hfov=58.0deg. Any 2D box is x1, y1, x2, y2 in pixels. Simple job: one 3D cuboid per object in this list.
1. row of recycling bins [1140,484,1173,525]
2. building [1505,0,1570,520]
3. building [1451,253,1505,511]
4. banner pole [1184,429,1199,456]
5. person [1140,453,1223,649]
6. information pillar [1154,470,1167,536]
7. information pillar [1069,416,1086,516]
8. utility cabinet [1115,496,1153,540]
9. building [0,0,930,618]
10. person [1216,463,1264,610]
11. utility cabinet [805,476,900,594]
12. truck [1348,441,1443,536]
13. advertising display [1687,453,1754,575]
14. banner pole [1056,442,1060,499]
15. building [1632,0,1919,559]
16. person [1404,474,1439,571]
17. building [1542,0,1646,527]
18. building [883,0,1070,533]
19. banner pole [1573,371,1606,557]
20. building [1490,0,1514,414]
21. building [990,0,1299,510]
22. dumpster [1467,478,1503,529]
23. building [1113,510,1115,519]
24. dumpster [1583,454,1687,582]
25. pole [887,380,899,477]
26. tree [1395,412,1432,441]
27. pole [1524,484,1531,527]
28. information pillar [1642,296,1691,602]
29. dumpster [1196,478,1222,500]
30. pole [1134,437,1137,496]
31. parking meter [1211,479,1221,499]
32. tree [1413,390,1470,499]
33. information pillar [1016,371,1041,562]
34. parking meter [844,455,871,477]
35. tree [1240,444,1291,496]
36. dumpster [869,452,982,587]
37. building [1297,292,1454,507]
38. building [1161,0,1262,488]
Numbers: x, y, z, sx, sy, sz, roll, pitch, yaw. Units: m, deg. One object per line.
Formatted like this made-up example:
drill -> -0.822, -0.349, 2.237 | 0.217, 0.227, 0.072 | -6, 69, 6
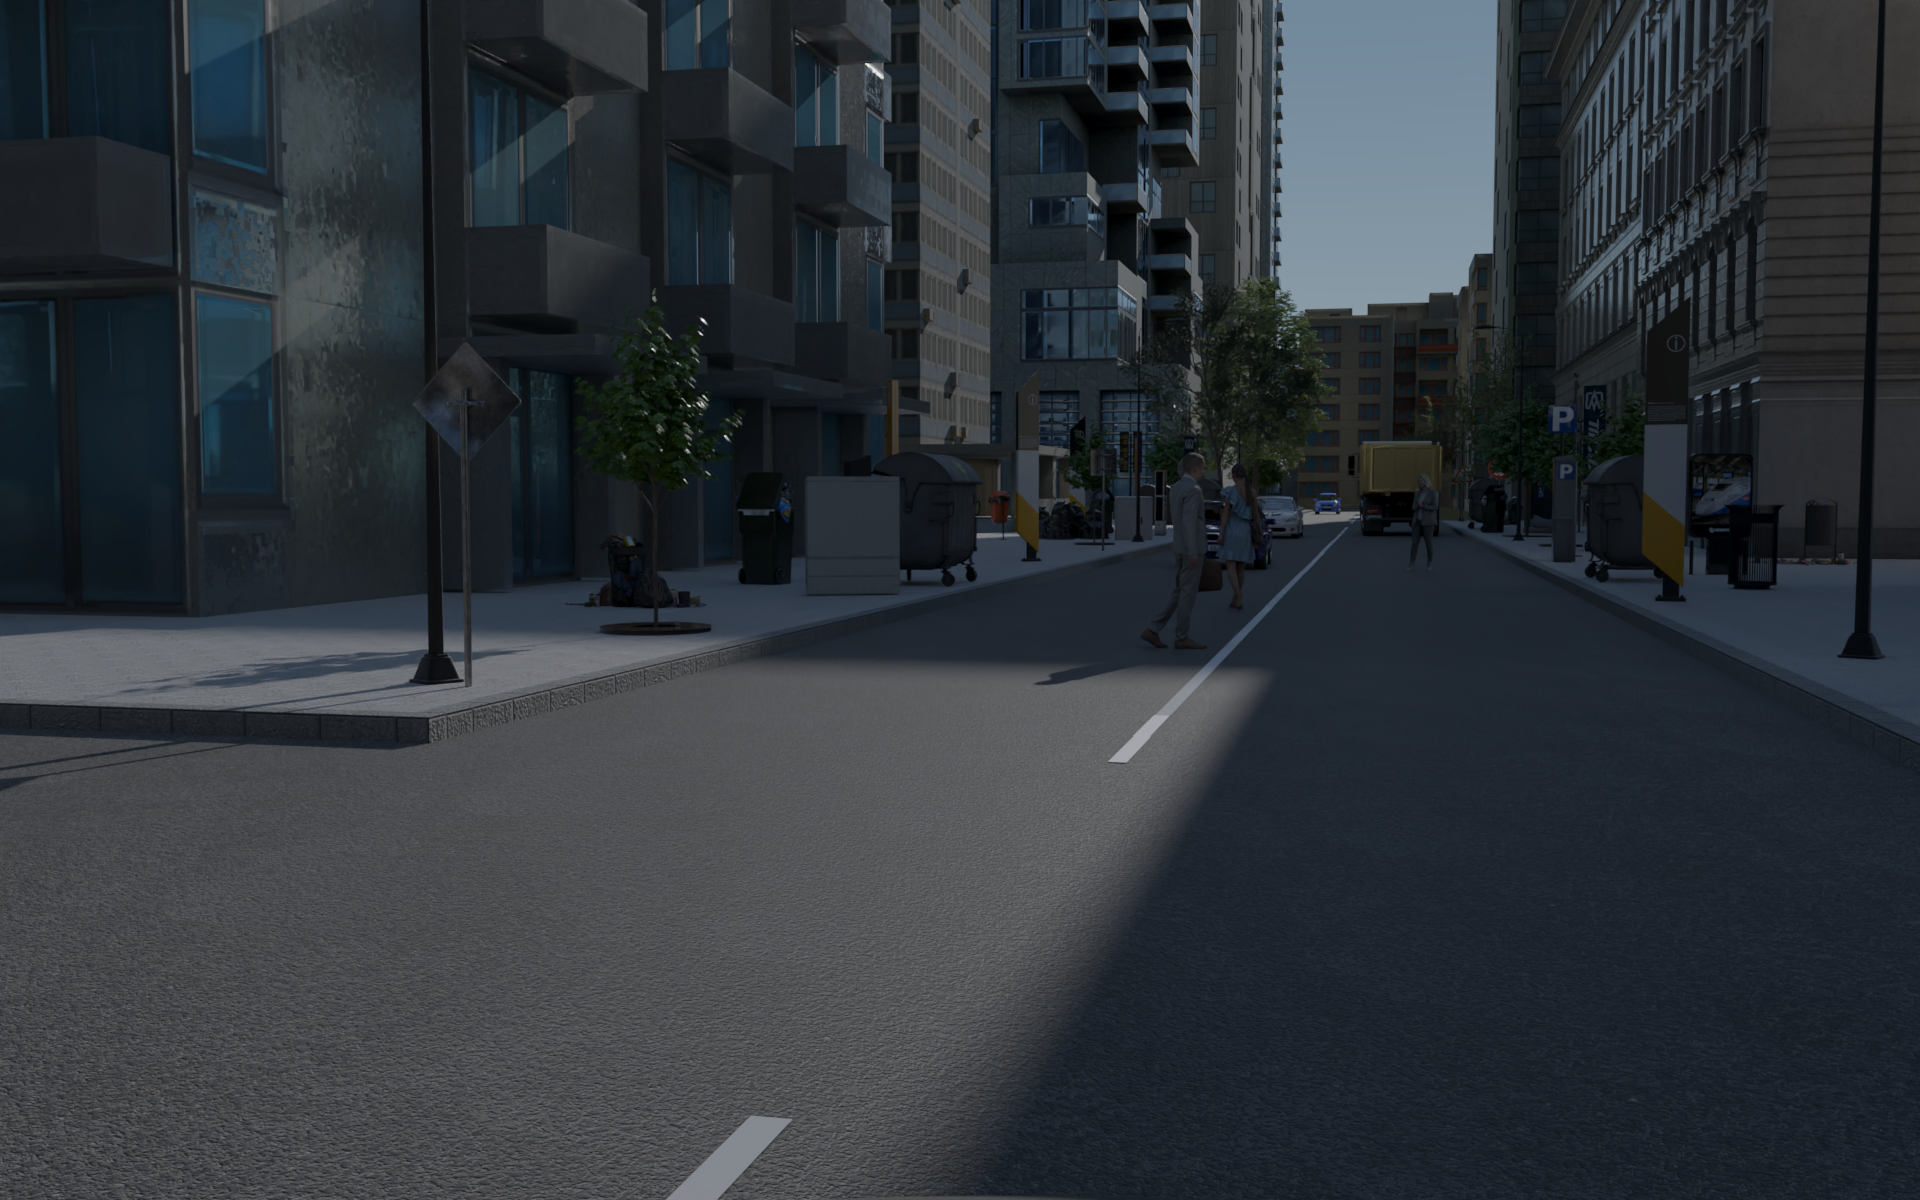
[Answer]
row of recycling bins -> 8.730, -3.998, 72.474 | 3.534, 1.692, 1.069 | -3, 5, -45
building -> 35.555, -19.428, 89.356 | 14.160, 30.474, 14.107 | 1, 4, 14
building -> 53.780, -17.770, 135.586 | 27.650, 21.520, 28.899 | 1, 4, 14
banner pole -> 8.888, -4.661, 66.218 | 0.863, 3.779, 0.401 | -2, 4, -30
person -> 2.118, -0.454, 16.038 | 0.853, 1.813, 0.709 | -1, 4, -15
information pillar -> 6.187, -2.991, 53.394 | 0.304, 2.012, 0.304 | 1, 4, 23
information pillar -> 3.543, -3.709, 51.991 | 0.504, 3.616, 0.183 | 1, 4, 16
utility cabinet -> 4.838, -2.267, 48.221 | 1.020, 1.237, 0.306 | 0, 4, -6
building -> -14.174, -25.167, 31.085 | 23.786, 49.044, 30.456 | 1, 4, 14
person -> 3.495, -0.791, 21.532 | 0.616, 1.811, 0.778 | 0, 4, -3
utility cabinet -> -1.369, -0.814, 21.991 | 1.173, 1.500, 0.318 | -1, 4, -10
truck -> 15.771, -4.068, 62.438 | 3.469, 3.379, 9.791 | 1, 4, 12
advertising display -> 12.054, -1.361, 27.473 | 0.974, 1.923, 0.123 | 0, 4, 2
banner pole -> 4.614, -5.726, 83.640 | 0.863, 3.779, 0.401 | -3, 5, -41
building -> 22.545, -11.771, 41.603 | 9.793, 20.994, 18.267 | 1, 4, 14
person -> 8.656, -1.447, 32.349 | 0.526, 1.800, 0.537 | -3, 4, -37
building -> 31.280, -14.137, 64.431 | 16.112, 22.955, 30.059 | 1, 4, 14
building -> -12.060, -22.944, 67.017 | 32.217, 40.220, 23.993 | 1, 4, 14
banner pole -> 12.710, -2.763, 35.184 | 0.401, 3.779, 0.863 | -3, 5, -45
building -> 47.878, -31.671, 107.061 | 28.713, 52.752, 27.495 | 1, 4, 14
building -> 20.734, -53.179, 182.154 | 31.000, 86.520, 22.319 | 1, 4, 14
dumpster -> 19.342, -3.544, 63.695 | 1.264, 1.857, 1.865 | 1, 4, 14
building -> 3.664, -48.227, 101.187 | 22.319, 86.520, 31.000 | 1, 4, 14
dumpster -> 9.985, -1.217, 25.652 | 1.264, 1.857, 1.865 | 1, 4, 13
pole -> -1.206, -2.279, 31.112 | 0.158, 3.312, 0.155 | 0, 3, 0
tree -> 40.225, -12.250, 150.653 | 4.737, 8.622, 4.395 | 0, 3, 0
pole -> 20.945, -4.283, 63.874 | 0.158, 3.312, 0.155 | 0, 3, 0
information pillar -> 8.439, -1.793, 20.675 | 0.504, 3.616, 0.183 | 1, 4, 23
dumpster -> 8.991, -3.563, 64.014 | 1.264, 1.857, 1.865 | 1, 4, 14
pole -> 6.351, -4.182, 62.222 | 0.158, 3.312, 0.155 | 0, 3, 0
parking meter -> 9.776, -3.711, 66.379 | 0.255, 1.863, 0.399 | -3, 4, -36
tree -> 33.995, -10.554, 122.916 | 4.360, 8.622, 3.978 | 0, 3, 0
information pillar -> 1.291, -2.539, 32.870 | 0.504, 3.616, 0.183 | -2, 4, -31
parking meter -> -1.538, -1.231, 25.833 | 0.399, 1.863, 0.255 | -2, 4, -25
tree -> 18.332, -7.420, 105.037 | 4.285, 4.588, 4.351 | 0, 3, 0
dumpster -> -0.494, -1.159, 24.709 | 1.264, 1.857, 1.865 | 1, 4, 14
building -> 50.264, -20.416, 178.840 | 28.899, 21.520, 27.650 | 1, 4, 14
building -> 11.090, -33.985, 144.894 | 27.495, 52.752, 28.713 | 1, 4, 14
